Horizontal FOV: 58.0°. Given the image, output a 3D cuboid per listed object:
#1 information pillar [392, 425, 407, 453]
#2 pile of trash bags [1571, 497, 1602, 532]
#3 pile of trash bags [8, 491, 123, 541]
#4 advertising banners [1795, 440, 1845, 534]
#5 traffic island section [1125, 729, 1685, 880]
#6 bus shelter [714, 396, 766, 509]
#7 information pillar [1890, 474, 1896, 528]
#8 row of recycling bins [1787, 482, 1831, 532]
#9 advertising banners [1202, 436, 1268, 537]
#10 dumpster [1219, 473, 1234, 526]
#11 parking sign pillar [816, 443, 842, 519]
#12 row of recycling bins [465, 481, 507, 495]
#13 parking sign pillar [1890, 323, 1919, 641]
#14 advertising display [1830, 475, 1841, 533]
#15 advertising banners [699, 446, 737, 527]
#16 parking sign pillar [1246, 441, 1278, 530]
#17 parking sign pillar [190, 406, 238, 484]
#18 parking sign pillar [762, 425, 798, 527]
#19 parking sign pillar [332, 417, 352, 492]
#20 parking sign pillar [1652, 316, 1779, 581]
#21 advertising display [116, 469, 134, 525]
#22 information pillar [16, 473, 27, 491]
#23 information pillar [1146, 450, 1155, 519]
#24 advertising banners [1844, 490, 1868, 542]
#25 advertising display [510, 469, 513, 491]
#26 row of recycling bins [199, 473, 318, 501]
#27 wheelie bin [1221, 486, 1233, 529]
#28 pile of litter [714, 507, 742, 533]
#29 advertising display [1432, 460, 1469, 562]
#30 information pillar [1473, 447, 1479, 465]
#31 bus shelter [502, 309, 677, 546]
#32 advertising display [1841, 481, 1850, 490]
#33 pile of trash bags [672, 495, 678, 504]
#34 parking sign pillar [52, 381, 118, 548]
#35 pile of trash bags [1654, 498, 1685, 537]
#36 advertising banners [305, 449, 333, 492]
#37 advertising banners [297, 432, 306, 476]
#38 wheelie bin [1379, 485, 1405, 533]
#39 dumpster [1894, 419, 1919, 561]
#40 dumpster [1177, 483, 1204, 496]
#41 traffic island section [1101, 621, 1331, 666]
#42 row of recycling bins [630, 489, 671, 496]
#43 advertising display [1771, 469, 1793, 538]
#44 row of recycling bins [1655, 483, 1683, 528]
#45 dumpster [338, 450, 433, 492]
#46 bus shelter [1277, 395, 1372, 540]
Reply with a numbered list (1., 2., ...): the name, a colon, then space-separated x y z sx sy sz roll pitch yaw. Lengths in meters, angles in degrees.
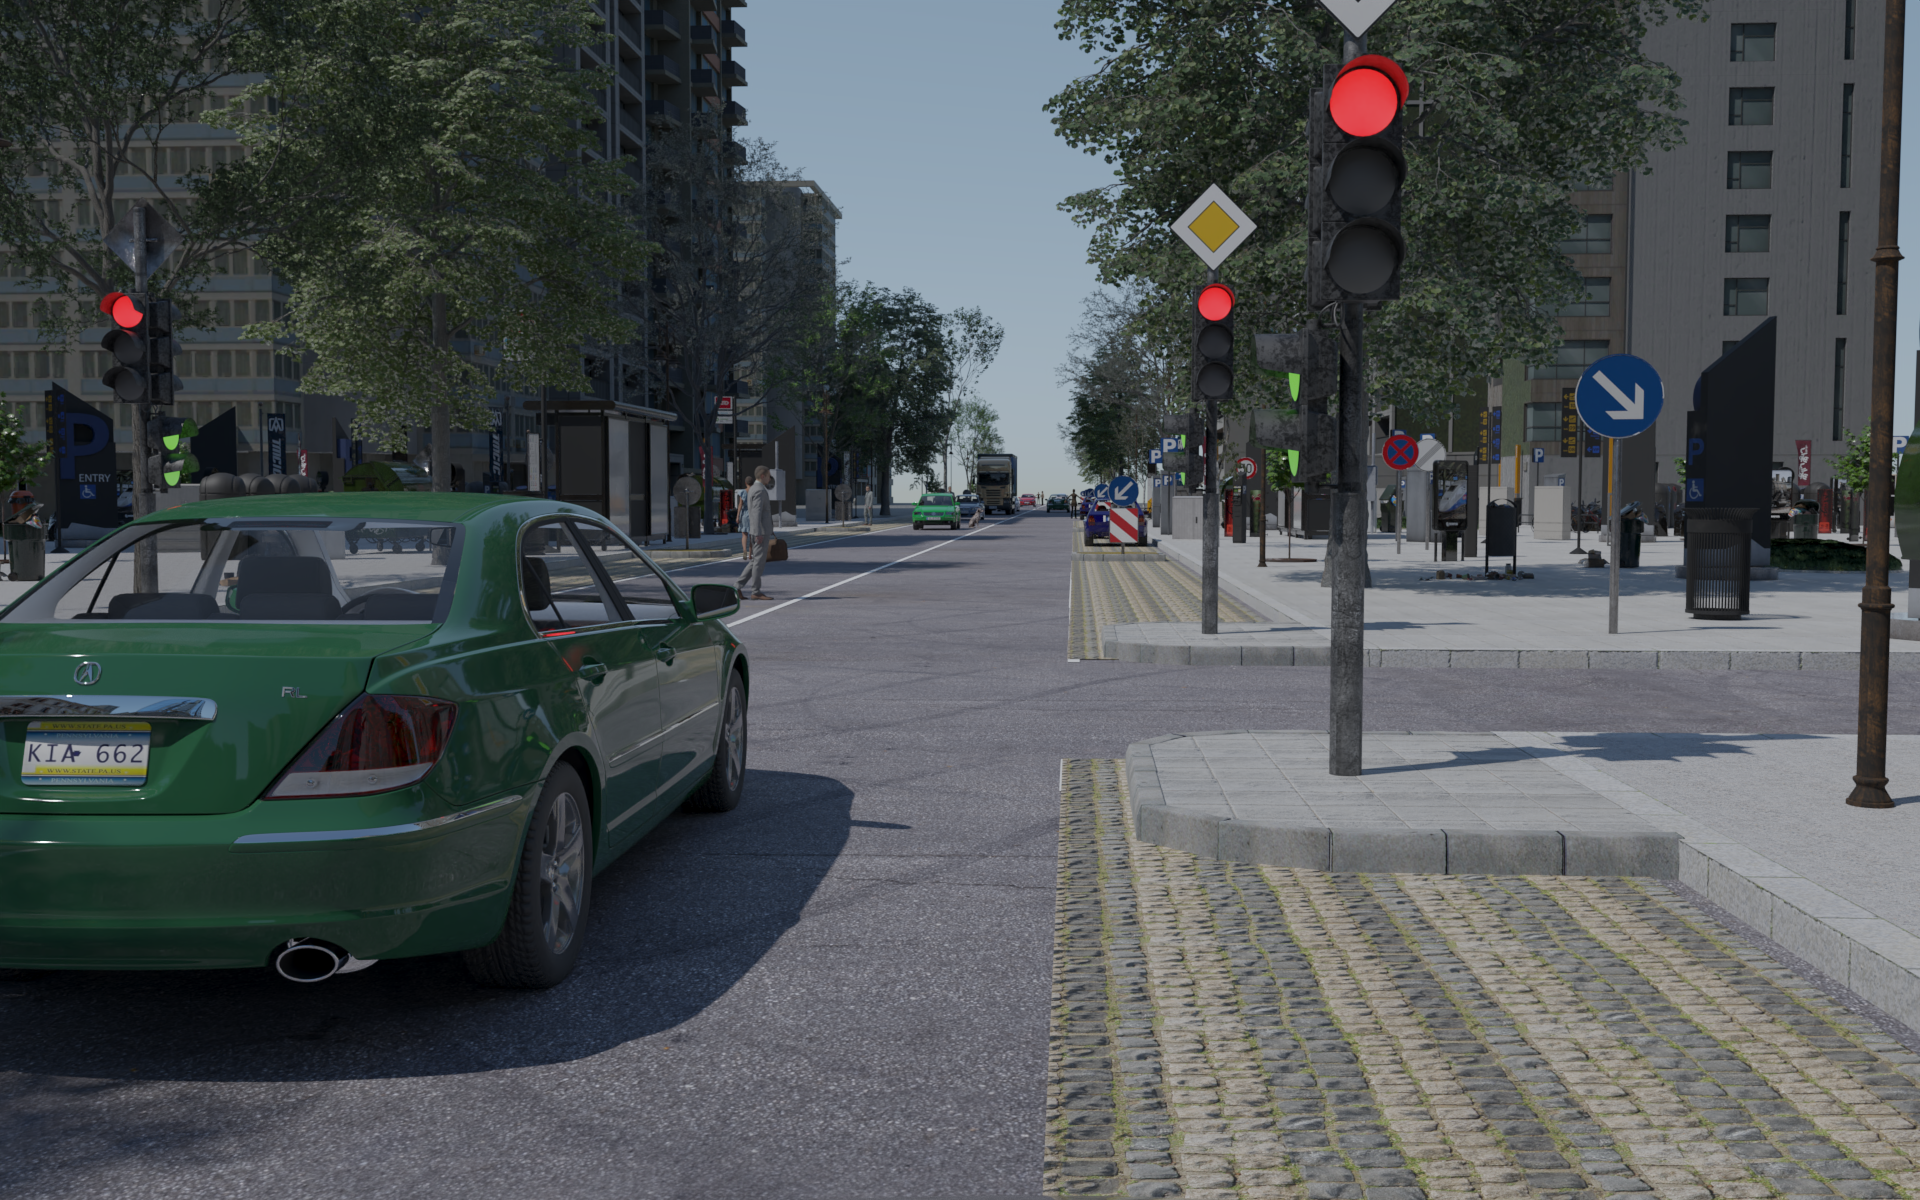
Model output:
1. information pillar: -18.108 -3.959 56.085 0.504 3.616 0.183 -1 4 -14
2. pile of trash bags: 21.332 -3.121 60.788 1.912 1.369 3.447 0 4 -1
3. pile of trash bags: -23.984 -2.267 46.811 1.912 1.369 3.447 2 4 28
4. advertising banners: 27.951 -3.652 55.893 2.074 3.025 0.090 0 4 1
5. traffic island section: 1.787 0.877 7.936 2.009 0.180 2.903 0 4 4
6. bus shelter: -8.786 -5.861 73.464 2.179 5.291 8.768 0 4 4
7. information pillar: 34.895 -3.690 64.818 0.304 2.012 0.304 3 5 44
8. row of recycling bins: 27.898 -3.194 59.340 3.534 1.692 1.069 1 4 20
9. advertising banners: 8.166 -3.394 51.687 2.074 3.025 0.090 1 4 22
10. dumpster: 10.602 -3.875 65.852 1.502 2.255 1.985 0 4 4
11. parking sign pillar: -6.870 -6.264 90.892 1.447 3.967 1.447 1 4 9
12. row of recycling bins: -15.492 -2.928 54.982 3.534 1.692 1.069 3 4 38
13. parking sign pillar: 8.959 -1.644 15.352 1.447 3.967 1.447 -3 4 -38
14. advertising display: 29.065 -3.200 57.535 0.123 1.923 0.974 2 4 24
15. advertising banners: -8.456 -4.078 62.865 2.074 3.025 0.090 0 4 7
16. parking sign pillar: 10.866 -4.482 61.746 1.447 3.967 1.447 2 4 23
17. parking sign pillar: -22.760 -3.939 52.876 1.447 3.967 1.447 -1 4 -20
18. parking sign pillar: -7.093 -4.858 67.904 1.447 3.967 1.447 0 4 0
19. parking sign pillar: -21.760 -4.463 61.435 1.447 3.967 1.447 0 4 4
20. parking sign pillar: 11.659 -2.310 26.235 1.447 3.967 1.447 -1 4 -20
21. advertising display: -21.710 -2.452 45.309 0.123 1.923 0.974 2 4 32
22. information pillar: -32.078 -3.348 59.239 0.304 2.012 0.304 -3 4 -36
23. information pillar: 10.004 -6.057 90.394 0.504 3.616 0.183 1 4 10
24. advertising banners: 24.698 -3.112 47.070 2.074 3.025 0.090 -3 4 -36
25. advertising display: -11.739 -2.451 45.286 0.123 1.923 0.974 -1 4 -15
26. row of recycling bins: -14.086 -1.709 35.062 1.069 1.692 3.534 1 4 9
27. wheelie bin: 10.078 -3.430 63.981 0.980 1.594 0.693 3 5 44
28. pile of litter: -7.751 -2.659 57.440 1.176 0.858 1.719 0 4 -8
29. advertising display: 9.338 -1.699 32.995 0.974 1.923 0.123 -3 4 -38
30. information pillar: 25.500 -5.765 85.609 0.183 3.616 0.504 0 4 -7
31. bus shelter: -8.635 -3.825 40.165 2.179 5.291 8.768 0 4 4
32. advertising display: 32.437 -3.573 63.626 0.974 1.923 0.123 0 4 -5
33. pile of trash bags: -13.318 -4.132 77.306 1.912 1.369 3.447 0 4 1
34. parking sign pillar: -21.114 -3.263 41.819 1.447 3.967 1.447 -2 4 -34
35. pile of trash bags: 22.169 -2.598 52.236 3.447 1.369 1.912 2 4 28
36. advertising banners: -25.004 -4.362 67.508 2.074 3.025 0.090 1 4 22
37. advertising banners: -19.135 -3.293 50.021 0.090 3.025 2.074 -2 4 -25
38. wheelie bin: 14.461 -3.062 57.974 0.693 1.594 0.980 -1 4 -17
39. dumpster: 4.933 -0.269 6.891 1.502 2.255 1.985 0 4 4
40. dumpster: 9.365 -3.990 71.000 1.264 1.857 1.865 0 4 4
41. traffic island section: 2.314 0.390 15.904 2.009 0.180 2.903 0 4 4
42. row of recycling bins: -11.074 -3.292 60.938 1.069 1.692 3.534 1 4 9
43. advertising display: 20.607 -2.372 43.998 0.974 1.923 0.123 1 4 12
44. row of recycling bins: 26.557 -3.570 65.484 1.069 1.692 3.534 2 4 33
45. dumpster: -12.489 -2.158 37.783 1.502 2.255 1.985 0 4 4
46. bus shelter: 10.715 -4.586 52.612 2.179 5.291 8.768 0 4 4
